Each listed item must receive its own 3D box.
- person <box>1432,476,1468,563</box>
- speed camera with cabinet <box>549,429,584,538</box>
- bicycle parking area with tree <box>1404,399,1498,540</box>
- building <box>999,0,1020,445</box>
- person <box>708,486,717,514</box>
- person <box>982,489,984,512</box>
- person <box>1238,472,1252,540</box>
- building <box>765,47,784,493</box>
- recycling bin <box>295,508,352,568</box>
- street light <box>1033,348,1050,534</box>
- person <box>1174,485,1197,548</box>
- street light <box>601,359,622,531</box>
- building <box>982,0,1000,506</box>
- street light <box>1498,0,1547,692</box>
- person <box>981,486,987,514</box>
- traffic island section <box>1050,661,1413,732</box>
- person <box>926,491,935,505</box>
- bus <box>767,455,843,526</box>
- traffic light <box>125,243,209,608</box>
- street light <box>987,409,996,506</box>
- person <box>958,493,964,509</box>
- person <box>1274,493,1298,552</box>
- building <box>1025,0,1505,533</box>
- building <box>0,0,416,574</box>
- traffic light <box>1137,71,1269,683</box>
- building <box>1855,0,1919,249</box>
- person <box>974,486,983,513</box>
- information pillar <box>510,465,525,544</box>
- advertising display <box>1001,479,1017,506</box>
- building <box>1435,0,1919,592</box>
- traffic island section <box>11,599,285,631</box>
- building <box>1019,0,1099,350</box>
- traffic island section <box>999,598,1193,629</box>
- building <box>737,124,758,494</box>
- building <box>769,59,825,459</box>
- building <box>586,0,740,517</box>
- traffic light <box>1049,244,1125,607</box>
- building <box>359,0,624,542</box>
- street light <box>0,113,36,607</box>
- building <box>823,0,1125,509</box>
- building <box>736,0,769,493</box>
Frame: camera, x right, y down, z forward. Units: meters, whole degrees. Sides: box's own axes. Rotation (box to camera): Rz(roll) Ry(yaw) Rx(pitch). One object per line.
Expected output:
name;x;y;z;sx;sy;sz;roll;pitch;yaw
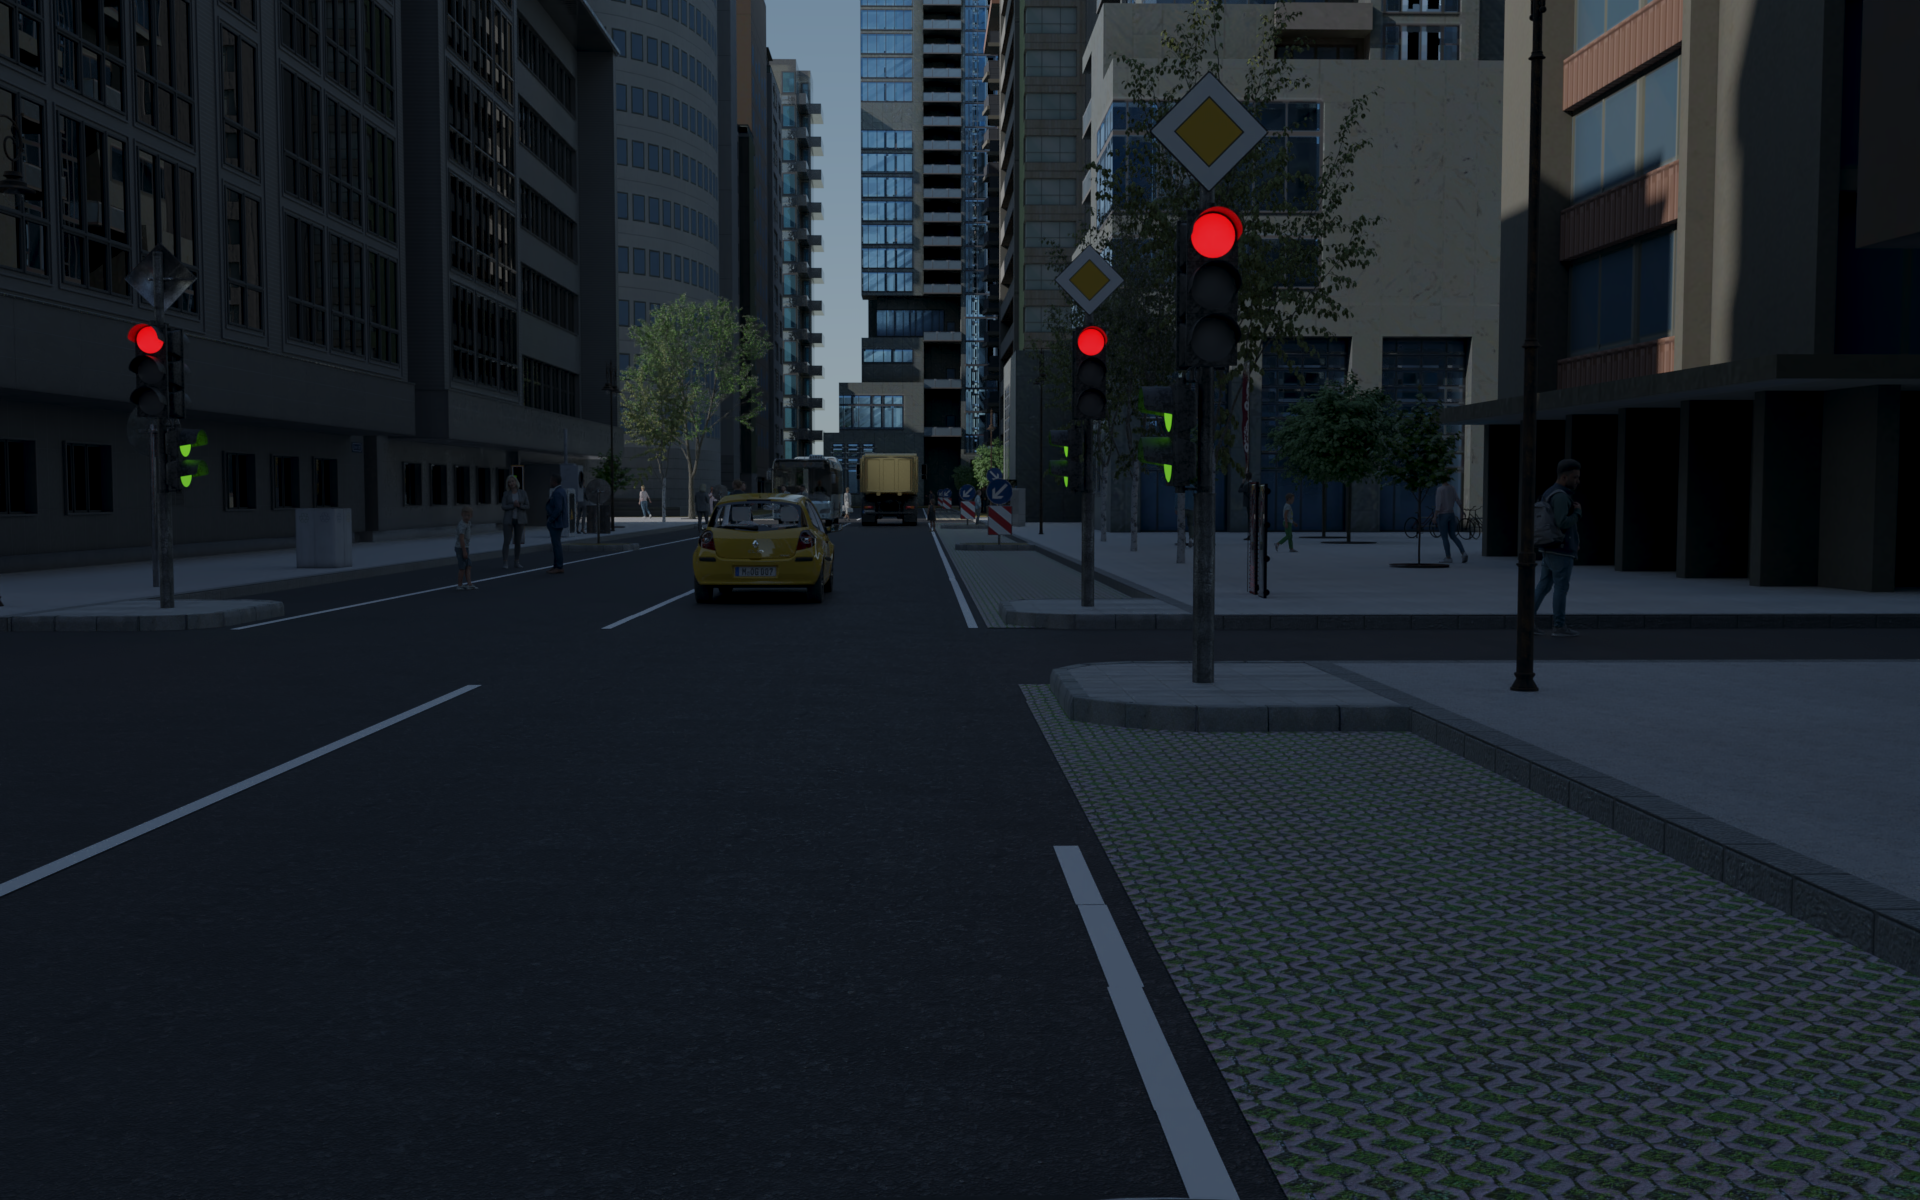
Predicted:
person;9.196;-1.558;32.194;0.731;1.740;0.598;-3;5;-44
speed camera with cabinet;-11.796;-3.524;51.957;0.660;3.252;2.038;0;4;1
bicycle parking area with tree;17.999;-3.831;49.636;9.016;4.147;8.231;-2;4;-27
building;14.076;-30.853;128.149;21.300;48.544;21.600;0;4;-1
person;-14.162;-5.662;99.278;0.551;1.740;0.621;0;4;-3
person;1.589;-7.193;124.458;0.445;1.727;0.742;0;4;-4
person;7.984;-2.603;47.970;0.474;1.900;0.648;2;4;30
building;-23.728;-29.212;161.204;14.086;41.232;14.154;0;4;-1
recycling bin;-11.100;-1.081;30.233;0.722;1.027;0.722;0;4;5
street light;2.582;-5.025;54.951;0.468;5.910;1.993;0;4;-1
person;5.356;-2.118;41.014;0.601;1.785;0.444;0;4;-5
street light;-11.964;-5.306;59.534;0.468;5.910;1.993;0;4;-1
building;13.243;-30.508;153.438;22.147;44.769;28.867;0;4;-1
street light;3.688;-2.346;11.139;0.468;5.910;1.993;0;4;-1
person;1.584;-6.539;112.986;0.705;1.821;1.348;-1;4;-11
traffic island section;1.679;0.641;11.807;2.009;0.180;2.903;0;4;-1
person;-2.752;-9.229;159.921;0.750;1.759;0.617;-3;5;-42
bus;-7.018;-5.251;80.716;2.948;3.499;13.247;0;4;-1
traffic light;-8.917;-1.864;19.403;0.839;4.253;0.868;0;4;-1
street light;1.702;-7.412;93.970;0.468;5.910;1.993;0;4;-1
person;0.083;-8.535;146.502;0.541;1.710;0.530;1;4;16
person;7.201;-1.708;38.213;0.590;1.304;0.306;-1;4;-13
building;13.773;-46.357;70.607;22.319;86.520;31.000;0;4;-1
building;-20.899;-14.644;32.944;14.314;27.812;24.014;0;4;-1
traffic light;1.639;-1.393;11.692;0.839;4.253;0.868;0;4;-1
building;12.259;-21.516;1.897;14.600;45.320;14.200;0;4;-1
person;1.403;-6.789;117.059;0.705;1.821;1.348;2;4;30
information pillar;-11.352;-2.443;44.440;0.304;2.012;0.304;-1;4;-21
advertising display;2.077;-4.325;75.925;0.974;1.923;0.123;-2;4;-33
building;24.221;-23.030;31.172;28.867;44.769;22.147;0;4;-1
traffic island section;-8.957;0.168;19.536;2.009;0.180;2.903;0;4;-1
building;10.696;-26.109;110.473;14.154;41.232;14.086;0;4;-1
traffic island section;1.481;0.152;19.789;2.009;0.180;2.903;0;4;-1
building;-22.893;-21.874;129.348;14.160;30.474;14.107;0;4;-1
building;-30.184;-34.918;190.518;30.456;49.044;23.786;0;4;-1
building;-25.792;-34.575;107.294;21.231;58.520;28.212;0;4;-1
traffic light;1.441;-1.881;19.674;0.839;4.253;0.868;0;4;-1
building;-21.331;-14.744;60.128;14.314;24.678;30.058;0;4;-1
street light;-11.017;-2.863;19.595;0.468;5.910;1.993;0;4;-1
building;0.945;-53.656;189.949;31.000;86.520;22.319;0;4;-1
building;-23.449;-30.173;143.435;14.600;45.320;14.200;0;4;-1
